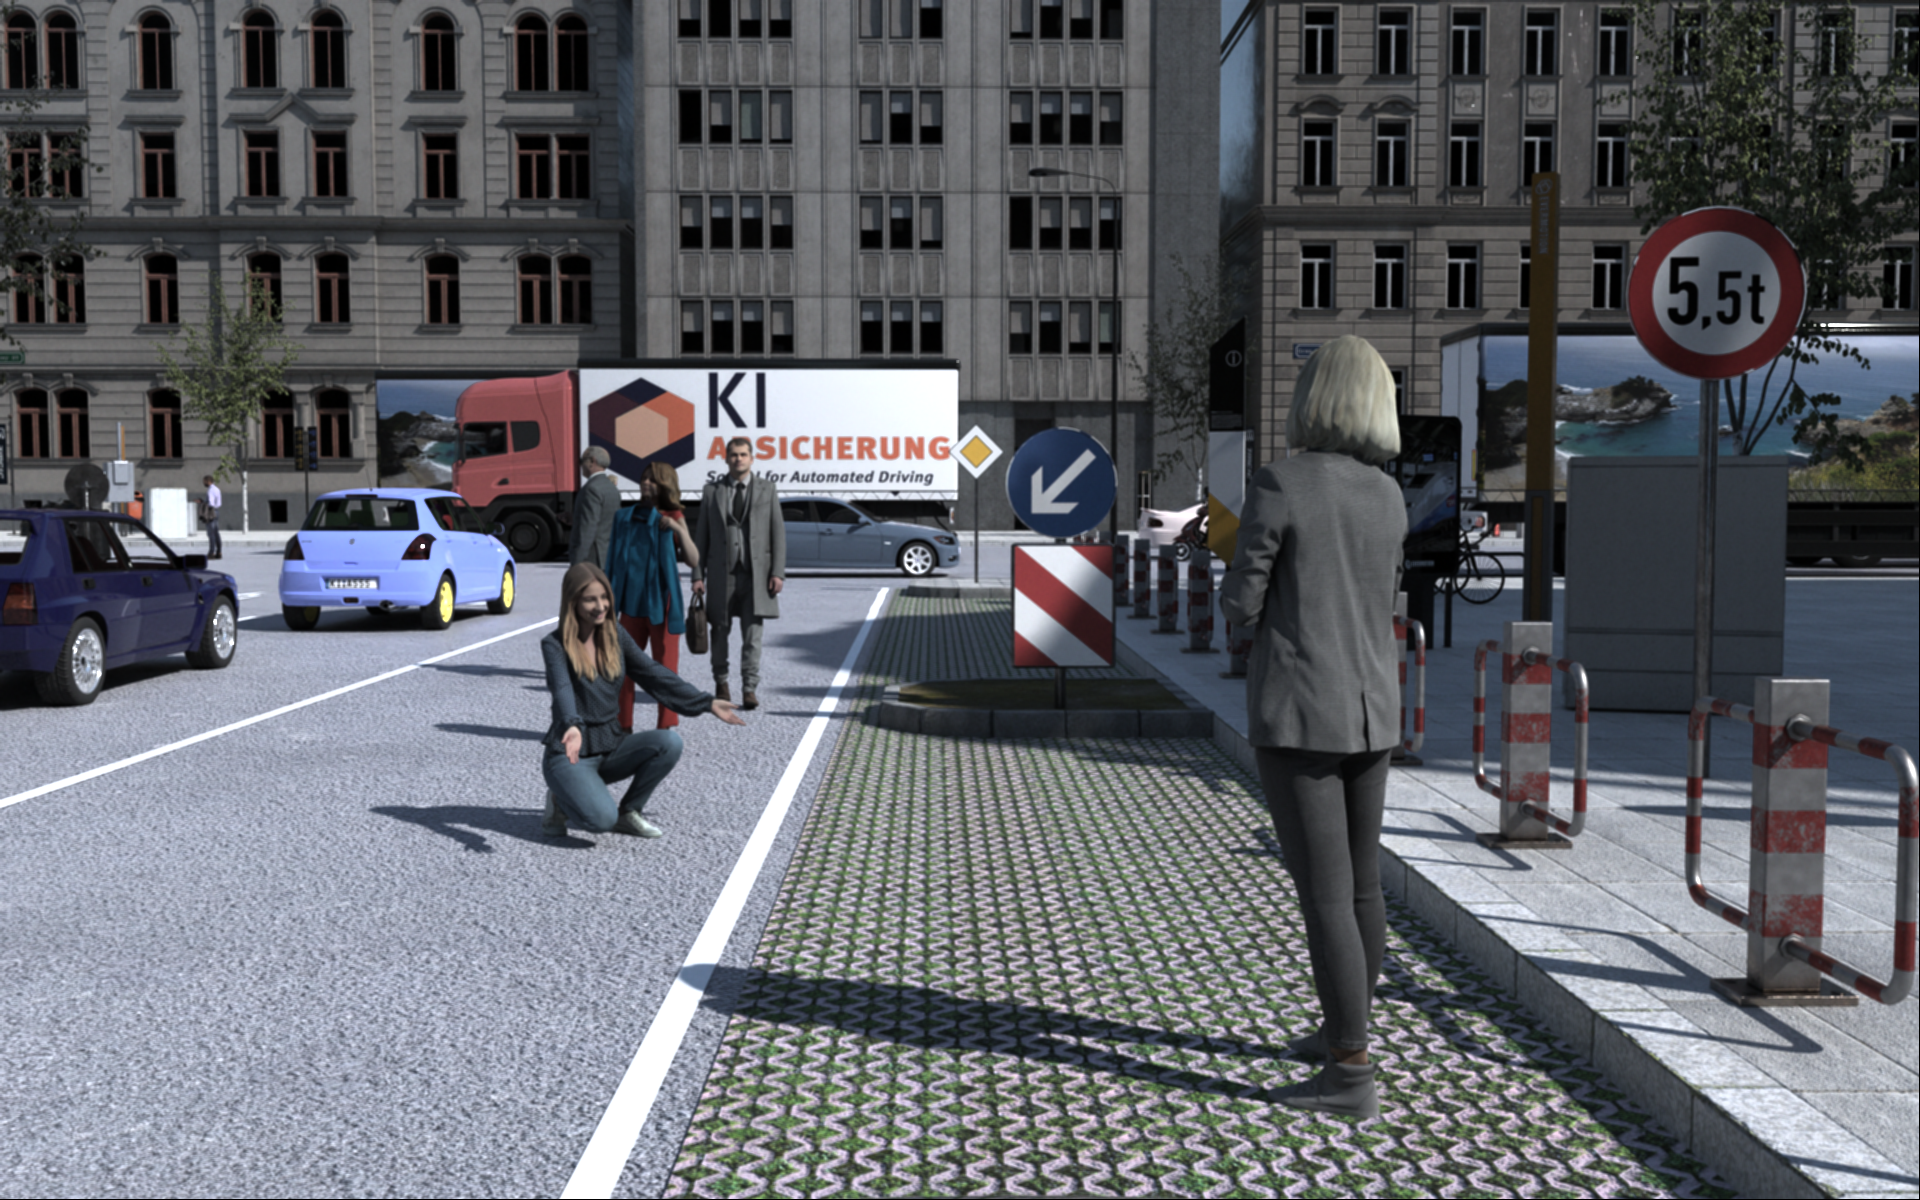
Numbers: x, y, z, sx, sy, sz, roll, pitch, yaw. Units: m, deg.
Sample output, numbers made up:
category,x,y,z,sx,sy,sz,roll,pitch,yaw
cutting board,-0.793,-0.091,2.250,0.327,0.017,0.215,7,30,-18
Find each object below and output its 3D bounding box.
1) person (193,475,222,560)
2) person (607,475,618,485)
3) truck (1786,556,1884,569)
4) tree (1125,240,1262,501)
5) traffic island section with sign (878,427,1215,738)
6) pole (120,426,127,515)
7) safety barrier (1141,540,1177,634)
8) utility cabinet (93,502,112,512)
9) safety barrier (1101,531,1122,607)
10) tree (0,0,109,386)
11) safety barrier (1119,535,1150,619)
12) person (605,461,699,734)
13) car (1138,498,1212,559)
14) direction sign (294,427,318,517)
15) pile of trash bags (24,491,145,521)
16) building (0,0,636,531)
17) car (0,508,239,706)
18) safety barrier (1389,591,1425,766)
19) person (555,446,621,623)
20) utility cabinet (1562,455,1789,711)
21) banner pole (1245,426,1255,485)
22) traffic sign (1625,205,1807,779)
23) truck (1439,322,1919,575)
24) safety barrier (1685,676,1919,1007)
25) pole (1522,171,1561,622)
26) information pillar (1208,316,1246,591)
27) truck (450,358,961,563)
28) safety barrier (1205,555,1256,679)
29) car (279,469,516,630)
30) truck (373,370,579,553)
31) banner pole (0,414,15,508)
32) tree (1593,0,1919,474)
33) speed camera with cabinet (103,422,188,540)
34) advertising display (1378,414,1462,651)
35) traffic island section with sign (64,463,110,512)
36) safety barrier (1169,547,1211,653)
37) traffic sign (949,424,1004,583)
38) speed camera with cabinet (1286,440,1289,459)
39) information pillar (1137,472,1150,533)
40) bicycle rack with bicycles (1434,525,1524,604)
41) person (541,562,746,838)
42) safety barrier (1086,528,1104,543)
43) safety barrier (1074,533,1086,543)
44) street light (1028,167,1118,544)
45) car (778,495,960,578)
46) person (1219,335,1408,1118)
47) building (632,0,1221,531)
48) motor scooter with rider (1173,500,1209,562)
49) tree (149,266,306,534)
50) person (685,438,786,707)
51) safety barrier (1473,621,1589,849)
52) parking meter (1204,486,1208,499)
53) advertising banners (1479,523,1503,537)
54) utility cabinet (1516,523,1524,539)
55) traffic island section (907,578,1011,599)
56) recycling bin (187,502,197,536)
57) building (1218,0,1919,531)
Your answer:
category,x,y,z,sx,sy,sz,roll,pitch,yaw
person,-16.484,-1.804,37.860,0.599,1.838,0.709,0,4,-7
person,-6.728,-1.518,33.502,0.728,1.800,0.709,2,4,23
truck,19.389,-2.351,34.356,9.791,3.379,3.469,0,4,0
tree,6.980,-6.155,50.996,4.360,8.622,3.978,0,3,0
traffic island section with sign,0.486,-0.147,11.039,1.989,1.847,2.006,0,4,-1
pole,-25.130,-3.554,51.958,0.158,3.312,0.155,0,3,0
safety barrier,1.910,-0.101,15.935,0.300,0.817,1.120,0,4,-1
utility cabinet,-27.847,-2.898,56.067,1.173,1.500,0.318,3,5,44
safety barrier,1.848,-0.337,19.781,0.300,0.817,1.120,0,4,-1
tree,-12.880,-4.189,21.317,4.360,8.622,3.978,0,3,0
safety barrier,1.874,-0.219,17.851,0.300,0.817,1.120,0,4,-1
person,-1.772,0.028,9.744,0.444,1.614,0.593,-3,5,-41
car,6.411,-1.617,38.805,4.827,1.381,2.083,0,4,-2
direction sign,-21.992,-4.055,58.300,0.876,3.537,0.379,1,4,18
pile of trash bags,-26.920,-2.665,53.321,1.912,1.369,3.447,3,5,45
building,-22.955,-17.030,65.831,23.554,28.519,14.401,0,4,-1
car,-6.838,-0.026,13.012,1.945,1.354,3.894,0,4,-3
safety barrier,2.036,0.369,8.239,0.300,0.817,1.120,0,4,-1
person,-2.898,-0.289,13.397,0.590,1.801,0.661,1,4,9
utility cabinet,4.186,-0.092,10.189,1.173,1.500,0.318,1,4,16
banner pole,9.276,-4.043,56.117,0.401,3.779,0.863,-2,4,-29
traffic sign,3.352,-0.469,7.767,0.768,2.556,0.104,0,4,7
truck,14.079,-2.481,29.475,11.283,4.237,2.839,0,4,0
safety barrier,2.099,0.604,4.393,0.300,0.817,1.120,0,4,-1
pole,3.730,-1.057,11.120,0.158,3.312,0.155,0,3,0
information pillar,3.552,-1.933,22.960,0.504,3.616,0.183,1,4,21
truck,-5.647,-2.941,36.995,11.283,4.237,2.839,0,4,-2
safety barrier,1.971,0.134,12.089,0.300,0.817,1.120,0,4,-1
car,-6.228,-0.609,19.553,1.945,1.707,3.694,0,4,1
truck,-7.600,-3.146,40.343,11.283,4.237,2.839,0,3,0
banner pole,-30.024,-3.941,54.454,0.863,3.779,0.401,0,4,2
tree,9.581,-4.302,20.695,4.737,8.622,4.395,0,3,0
speed camera with cabinet,-22.713,-3.299,48.282,2.038,3.252,0.660,-3,5,-39
advertising display,3.740,-0.551,14.215,0.974,1.923,0.123,-2,4,-35
traffic island section with sign,-12.898,-1.033,25.026,2.006,1.907,1.989,0,4,-1
safety barrier,1.944,0.016,14.018,0.300,0.817,1.120,0,4,-1
traffic sign,0.232,-1.302,24.923,0.795,2.450,0.064,0,4,-1
speed camera with cabinet,10.917,-3.760,55.805,0.660,3.252,2.038,0,4,-5
information pillar,6.035,-3.209,56.962,0.304,2.012,0.304,-2,4,-33
bicycle rack with bicycles,5.327,-0.451,20.753,2.925,0.926,2.852,-1,4,-12
person,-1.379,0.414,7.227,1.012,1.151,0.738,-3,5,-42
safety barrier,1.816,-0.454,21.697,0.300,0.817,1.120,0,4,-1
safety barrier,1.787,-0.572,23.635,0.300,0.817,1.120,0,4,-1
street light,1.674,-3.196,24.788,1.470,5.913,1.316,0,4,-1
car,-2.235,-1.120,30.308,4.499,1.417,2.014,0,4,-1
person,0.810,0.279,4.122,0.537,1.800,0.526,-2,4,-27
building,-1.190,-15.092,64.784,19.932,24.808,12.078,0,4,-1
motor scooter with rider,5.454,-1.704,36.820,1.986,1.779,0.876,0,4,-1
tree,-23.191,-6.421,55.350,4.737,8.622,4.395,0,3,0
person,-1.527,-0.191,11.728,0.694,1.812,0.767,0,4,-5
safety barrier,2.064,0.487,6.319,0.300,0.817,1.120,0,4,-1
parking meter,7.941,-2.858,55.132,0.372,1.533,0.369,0,3,0
advertising banners,16.073,-3.406,51.881,0.090,3.025,2.074,3,5,41
utility cabinet,16.631,-2.383,50.116,1.020,1.237,0.306,-1,4,-12
traffic island section,0.256,-0.166,25.001,2.009,0.180,2.903,0,4,-1
recycling bin,-23.718,-2.461,52.795,0.722,1.027,0.722,-1,4,-13
building,22.419,-16.388,65.207,25.104,27.353,12.463,0,4,-1
